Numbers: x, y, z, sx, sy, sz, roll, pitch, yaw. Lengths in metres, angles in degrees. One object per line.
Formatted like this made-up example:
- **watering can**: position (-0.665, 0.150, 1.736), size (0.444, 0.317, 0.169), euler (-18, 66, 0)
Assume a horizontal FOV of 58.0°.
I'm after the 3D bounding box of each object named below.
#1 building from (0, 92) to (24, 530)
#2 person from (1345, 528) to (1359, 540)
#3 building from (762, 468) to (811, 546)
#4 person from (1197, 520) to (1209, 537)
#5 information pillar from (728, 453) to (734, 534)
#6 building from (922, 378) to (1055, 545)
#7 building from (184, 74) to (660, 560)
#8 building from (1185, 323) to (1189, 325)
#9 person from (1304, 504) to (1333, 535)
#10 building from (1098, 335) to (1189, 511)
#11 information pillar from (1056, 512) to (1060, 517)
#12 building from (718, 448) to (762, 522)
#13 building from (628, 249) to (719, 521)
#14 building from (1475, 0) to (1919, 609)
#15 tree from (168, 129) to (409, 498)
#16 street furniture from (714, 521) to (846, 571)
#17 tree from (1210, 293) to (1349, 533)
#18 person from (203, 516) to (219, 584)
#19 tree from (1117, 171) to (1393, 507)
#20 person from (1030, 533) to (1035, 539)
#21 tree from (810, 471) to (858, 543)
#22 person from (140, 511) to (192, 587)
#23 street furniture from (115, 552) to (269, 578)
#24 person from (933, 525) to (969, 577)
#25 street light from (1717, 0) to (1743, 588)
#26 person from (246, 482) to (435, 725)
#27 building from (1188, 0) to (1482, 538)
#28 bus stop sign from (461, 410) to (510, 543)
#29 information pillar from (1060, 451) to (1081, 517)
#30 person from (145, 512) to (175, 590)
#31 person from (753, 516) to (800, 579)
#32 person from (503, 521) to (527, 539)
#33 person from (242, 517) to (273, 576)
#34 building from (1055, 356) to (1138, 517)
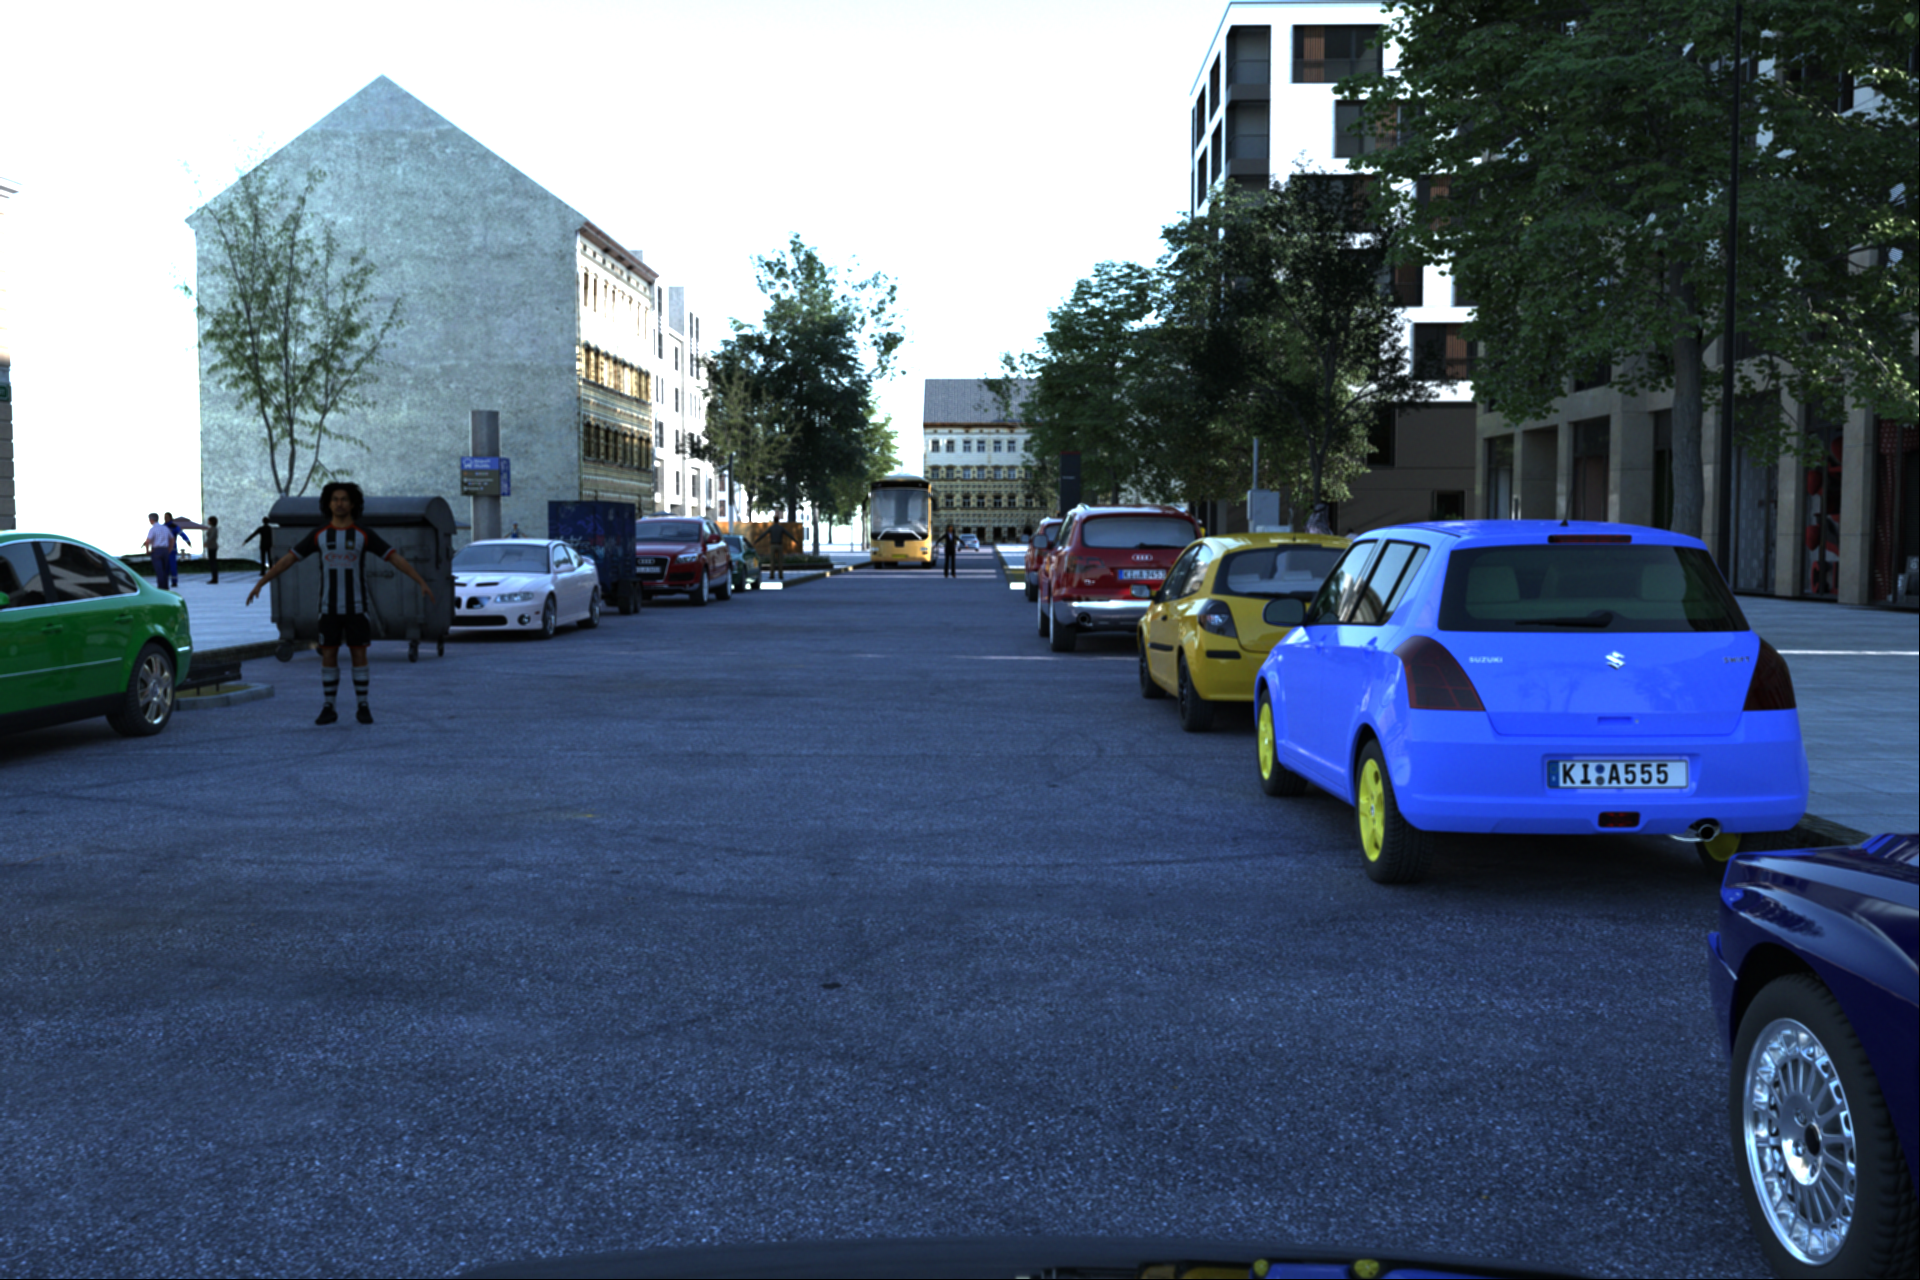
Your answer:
- **building**: position (-32.634, -15.415, 37.941), size (13.634, 28.700, 20.117), euler (0, 4, 2)
- **person**: position (10.025, -2.128, 44.032), size (0.628, 1.438, 0.799), euler (-3, 4, -39)
- **building**: position (-21.482, -15.637, 197.815), size (9.099, 9.664, 28.070), euler (0, 3, 0)
- **person**: position (9.184, -3.717, 66.748), size (1.349, 1.833, 0.705), euler (-2, 4, -34)
- **information pillar**: position (-6.626, -3.597, 50.158), size (0.183, 3.616, 0.504), euler (0, 4, 1)
- **building**: position (4.058, -25.015, 242.383), size (18.063, 23.208, 19.493), euler (0, 4, 1)
- **building**: position (-27.370, -15.987, 92.309), size (19.493, 23.208, 18.063), euler (0, 4, 1)
- **building**: position (25.802, -17.418, 115.720), size (19.493, 23.208, 18.063), euler (0, 4, 1)
- **person**: position (5.489, -1.208, 26.459), size (0.621, 1.740, 0.551), euler (-1, 4, -17)
- **building**: position (24.463, -21.431, 181.322), size (19.493, 23.208, 18.063), euler (0, 4, 1)
- **information pillar**: position (3.313, -3.226, 57.239), size (0.304, 2.012, 0.304), euler (0, 4, 2)
- **building**: position (-23.420, -13.727, 166.591), size (9.099, 9.664, 28.070), euler (0, 4, 1)
- **building**: position (-27.910, -15.728, 123.617), size (16.747, 18.905, 31.486), euler (0, 4, 0)
- **building**: position (24.822, -14.126, 34.165), size (19.351, 26.588, 34.151), euler (0, 4, 1)
- **tree**: position (-12.682, -5.014, 32.346), size (4.360, 8.622, 3.978), euler (0, 3, 0)
- **street furniture**: position (-9.039, -3.336, 61.392), size (11.010, 1.723, 9.812), euler (2, 4, 32)
- **tree**: position (9.851, -6.226, 52.156), size (4.737, 8.622, 4.395), euler (0, 3, 0)
- **person**: position (-19.390, -2.324, 44.759), size (0.721, 1.744, 1.215), euler (-1, 4, -14)
- **tree**: position (10.400, -9.402, 60.383), size (9.857, 13.997, 8.962), euler (0, 3, 0)
- **person**: position (3.219, -3.708, 66.808), size (1.347, 1.806, 0.705), euler (0, 4, -4)
- **tree**: position (-18.003, -20.456, 241.118), size (9.857, 13.997, 8.962), euler (0, 3, 0)
- **person**: position (-19.240, -2.208, 42.074), size (1.345, 1.831, 0.704), euler (0, 4, 7)
- **street furniture**: position (-26.135, -2.443, 55.570), size (5.734, 0.657, 10.072), euler (0, 4, 2)
- **person**: position (-0.308, -2.932, 57.112), size (1.216, 1.740, 0.721), euler (-1, 4, -16)
- **street light**: position (6.713, -2.527, 13.864), size (1.470, 5.913, 1.316), euler (0, 4, 1)
- **person**: position (-4.673, -0.276, 13.117), size (1.345, 1.843, 0.704), euler (-1, 4, -13)
- **building**: position (24.664, -14.610, 82.856), size (27.936, 21.610, 32.646), euler (0, 4, 1)
- **bus stop sign**: position (-10.171, -2.946, 37.180), size (0.837, 3.901, 0.837), euler (0, 3, 0)
- **information pillar**: position (3.463, -3.986, 54.542), size (0.750, 3.857, 0.750), euler (0, 4, 1)
- **person**: position (-15.820, -1.659, 34.109), size (0.436, 1.711, 0.756), euler (2, 4, 25)
- **person**: position (-5.221, -2.626, 49.206), size (1.348, 1.796, 0.705), euler (-1, 4, -11)
- **person**: position (-19.819, -4.364, 77.204), size (1.347, 1.847, 0.705), euler (1, 4, 12)
- **person**: position (-21.217, -2.861, 52.968), size (1.347, 1.806, 0.705), euler (-2, 4, -32)
- **building**: position (25.627, -22.708, 215.243), size (27.936, 21.610, 32.646), euler (0, 4, 1)
